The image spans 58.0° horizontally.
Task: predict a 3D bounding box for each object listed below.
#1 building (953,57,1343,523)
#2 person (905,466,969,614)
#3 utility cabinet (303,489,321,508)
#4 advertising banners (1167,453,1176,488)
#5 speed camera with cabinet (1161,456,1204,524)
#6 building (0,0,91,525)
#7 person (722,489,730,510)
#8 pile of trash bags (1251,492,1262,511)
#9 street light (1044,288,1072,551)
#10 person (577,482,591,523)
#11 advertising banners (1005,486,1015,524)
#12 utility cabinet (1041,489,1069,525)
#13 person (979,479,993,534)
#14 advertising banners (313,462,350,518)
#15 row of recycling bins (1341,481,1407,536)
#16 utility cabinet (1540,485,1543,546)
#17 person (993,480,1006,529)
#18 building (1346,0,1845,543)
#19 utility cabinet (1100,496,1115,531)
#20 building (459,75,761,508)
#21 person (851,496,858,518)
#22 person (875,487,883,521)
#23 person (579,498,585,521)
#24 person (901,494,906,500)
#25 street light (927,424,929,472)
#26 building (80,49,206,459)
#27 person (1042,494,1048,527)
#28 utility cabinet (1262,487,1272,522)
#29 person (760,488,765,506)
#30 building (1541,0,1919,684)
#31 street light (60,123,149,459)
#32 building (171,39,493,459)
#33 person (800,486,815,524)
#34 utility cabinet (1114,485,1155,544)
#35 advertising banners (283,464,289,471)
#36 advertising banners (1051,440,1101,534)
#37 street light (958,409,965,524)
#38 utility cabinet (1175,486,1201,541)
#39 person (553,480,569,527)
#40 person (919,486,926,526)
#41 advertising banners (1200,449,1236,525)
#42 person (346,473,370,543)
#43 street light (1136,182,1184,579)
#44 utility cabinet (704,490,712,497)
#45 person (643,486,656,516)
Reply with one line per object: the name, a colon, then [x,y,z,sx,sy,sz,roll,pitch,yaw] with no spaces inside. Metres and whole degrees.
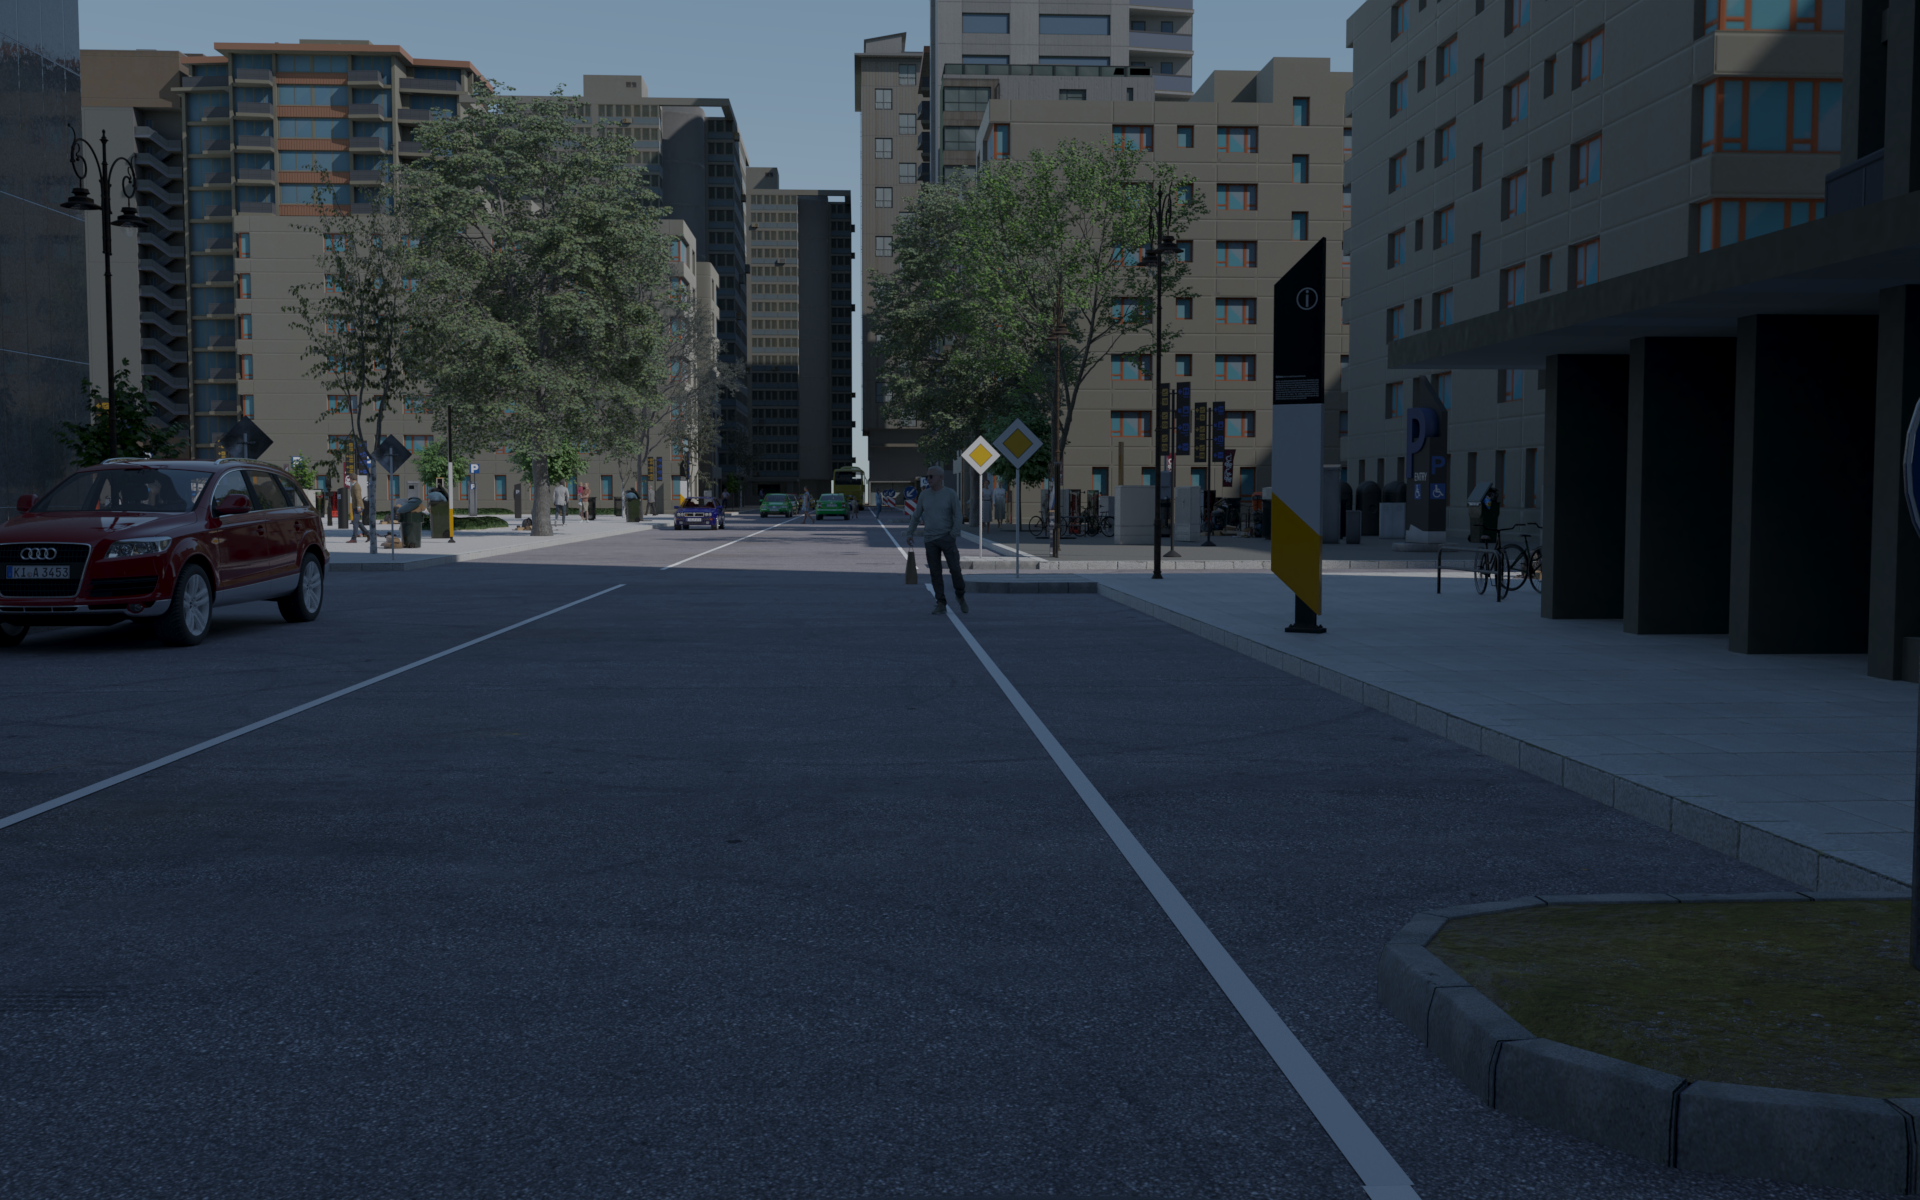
building: [14.234,-15.064,91.334,27.650,21.520,28.899,0,4,-3]
person: [-0.316,-0.721,20.781,0.782,1.767,0.515,1,4,19]
utility cabinet: [-37.696,-5.630,100.733,0.318,1.500,1.173,1,4,22]
advertising banners: [9.579,-4.721,73.384,2.074,3.025,0.090,-1,4,-23]
speed camera with cabinet: [8.934,-4.603,69.602,2.038,3.252,0.660,0,4,5]
building: [-22.287,-12.241,18.171,19.932,24.808,12.078,0,4,-3]
person: [-19.402,-8.320,143.008,0.756,1.711,0.436,2,4,28]
pile of trash bags: [13.933,-3.855,72.783,3.447,1.369,1.912,1,4,21]
street light: [2.201,-4.052,39.046,0.468,5.910,1.993,0,4,-3]
person: [-16.887,-4.381,77.645,0.580,1.828,0.573,-2,4,-32]
advertising banners: [2.186,-4.805,74.745,0.090,3.025,2.074,-1,4,-10]
utility cabinet: [3.876,-3.805,70.894,1.173,1.500,0.318,2,4,32]
person: [0.858,-3.033,56.201,0.480,1.755,0.524,-1,4,-16]
advertising banners: [-33.795,-5.950,93.474,2.074,3.025,0.090,-1,4,-16]
row of recycling bins: [12.204,-2.841,53.565,3.534,1.692,1.069,0,4,-4]
utility cabinet: [13.522,-1.893,39.630,0.318,1.500,1.173,2,4,28]
person: [1.473,-3.562,64.500,0.478,1.798,0.641,0,4,5]
building: [29.296,-12.572,50.598,28.899,21.520,27.650,0,4,-3]
utility cabinet: [5.140,-2.991,60.061,0.306,1.237,1.020,-1,4,-12]
building: [-32.544,-29.039,166.664,23.993,40.220,32.217,0,4,-3]
person: [-6.224,-5.459,102.022,0.475,1.303,0.640,1,4,20]
person: [-4.428,-5.208,93.917,0.793,1.790,0.793,-1,4,-20]
person: [-17.123,-4.136,78.689,0.382,1.210,0.505,-2,4,-25]
person: [-5.384,-9.819,167.303,0.721,1.735,1.217,1,4,22]
street light: [-2.020,-8.332,109.011,0.468,5.910,1.993,0,4,-3]
building: [-81.677,-31.952,172.524,14.200,45.320,14.600,0,4,-3]
person: [3.466,-3.555,68.437,0.475,1.303,0.640,-1,4,-17]
utility cabinet: [9.934,-2.777,54.087,0.318,1.500,1.173,-2,4,-32]
person: [-19.254,-9.977,169.037,0.599,1.838,0.709,0,4,-6]
building: [16.385,-21.413,4.732,22.147,44.769,28.867,0,4,-3]
street light: [-10.851,-3.018,22.125,0.468,5.910,1.993,0,4,-3]
building: [-59.404,-31.529,170.119,28.867,44.769,22.147,0,4,-3]
person: [-7.334,-4.577,83.433,0.778,1.811,0.616,1,4,20]
utility cabinet: [4.475,-2.146,43.770,1.173,1.500,0.318,-2,4,-27]
advertising banners: [-38.165,-6.307,99.306,2.074,3.025,0.090,3,4,36]
advertising banners: [3.717,-3.640,55.695,2.074,3.025,0.090,3,5,44]
street light: [0.125,-6.192,74.031,0.468,5.910,1.993,0,4,-3]
utility cabinet: [6.131,-2.329,46.758,0.318,1.500,1.173,-1,4,-13]
person: [-15.741,-3.817,68.290,0.661,1.843,0.795,0,4,1]
person: [-1.674,-4.300,78.811,0.388,1.821,0.555,0,4,3]
advertising banners: [9.663,-4.343,67.201,2.074,3.025,0.090,0,4,1]
person: [-15.856,-2.425,45.602,0.656,1.842,0.836,3,5,40]
street light: [2.988,-3.258,26.054,0.468,5.910,1.993,0,4,-3]
utility cabinet: [-15.529,-5.991,106.625,0.318,1.500,1.173,-1,4,-17]
person: [-18.334,-5.863,102.298,0.834,1.777,0.661,1,4,16]
